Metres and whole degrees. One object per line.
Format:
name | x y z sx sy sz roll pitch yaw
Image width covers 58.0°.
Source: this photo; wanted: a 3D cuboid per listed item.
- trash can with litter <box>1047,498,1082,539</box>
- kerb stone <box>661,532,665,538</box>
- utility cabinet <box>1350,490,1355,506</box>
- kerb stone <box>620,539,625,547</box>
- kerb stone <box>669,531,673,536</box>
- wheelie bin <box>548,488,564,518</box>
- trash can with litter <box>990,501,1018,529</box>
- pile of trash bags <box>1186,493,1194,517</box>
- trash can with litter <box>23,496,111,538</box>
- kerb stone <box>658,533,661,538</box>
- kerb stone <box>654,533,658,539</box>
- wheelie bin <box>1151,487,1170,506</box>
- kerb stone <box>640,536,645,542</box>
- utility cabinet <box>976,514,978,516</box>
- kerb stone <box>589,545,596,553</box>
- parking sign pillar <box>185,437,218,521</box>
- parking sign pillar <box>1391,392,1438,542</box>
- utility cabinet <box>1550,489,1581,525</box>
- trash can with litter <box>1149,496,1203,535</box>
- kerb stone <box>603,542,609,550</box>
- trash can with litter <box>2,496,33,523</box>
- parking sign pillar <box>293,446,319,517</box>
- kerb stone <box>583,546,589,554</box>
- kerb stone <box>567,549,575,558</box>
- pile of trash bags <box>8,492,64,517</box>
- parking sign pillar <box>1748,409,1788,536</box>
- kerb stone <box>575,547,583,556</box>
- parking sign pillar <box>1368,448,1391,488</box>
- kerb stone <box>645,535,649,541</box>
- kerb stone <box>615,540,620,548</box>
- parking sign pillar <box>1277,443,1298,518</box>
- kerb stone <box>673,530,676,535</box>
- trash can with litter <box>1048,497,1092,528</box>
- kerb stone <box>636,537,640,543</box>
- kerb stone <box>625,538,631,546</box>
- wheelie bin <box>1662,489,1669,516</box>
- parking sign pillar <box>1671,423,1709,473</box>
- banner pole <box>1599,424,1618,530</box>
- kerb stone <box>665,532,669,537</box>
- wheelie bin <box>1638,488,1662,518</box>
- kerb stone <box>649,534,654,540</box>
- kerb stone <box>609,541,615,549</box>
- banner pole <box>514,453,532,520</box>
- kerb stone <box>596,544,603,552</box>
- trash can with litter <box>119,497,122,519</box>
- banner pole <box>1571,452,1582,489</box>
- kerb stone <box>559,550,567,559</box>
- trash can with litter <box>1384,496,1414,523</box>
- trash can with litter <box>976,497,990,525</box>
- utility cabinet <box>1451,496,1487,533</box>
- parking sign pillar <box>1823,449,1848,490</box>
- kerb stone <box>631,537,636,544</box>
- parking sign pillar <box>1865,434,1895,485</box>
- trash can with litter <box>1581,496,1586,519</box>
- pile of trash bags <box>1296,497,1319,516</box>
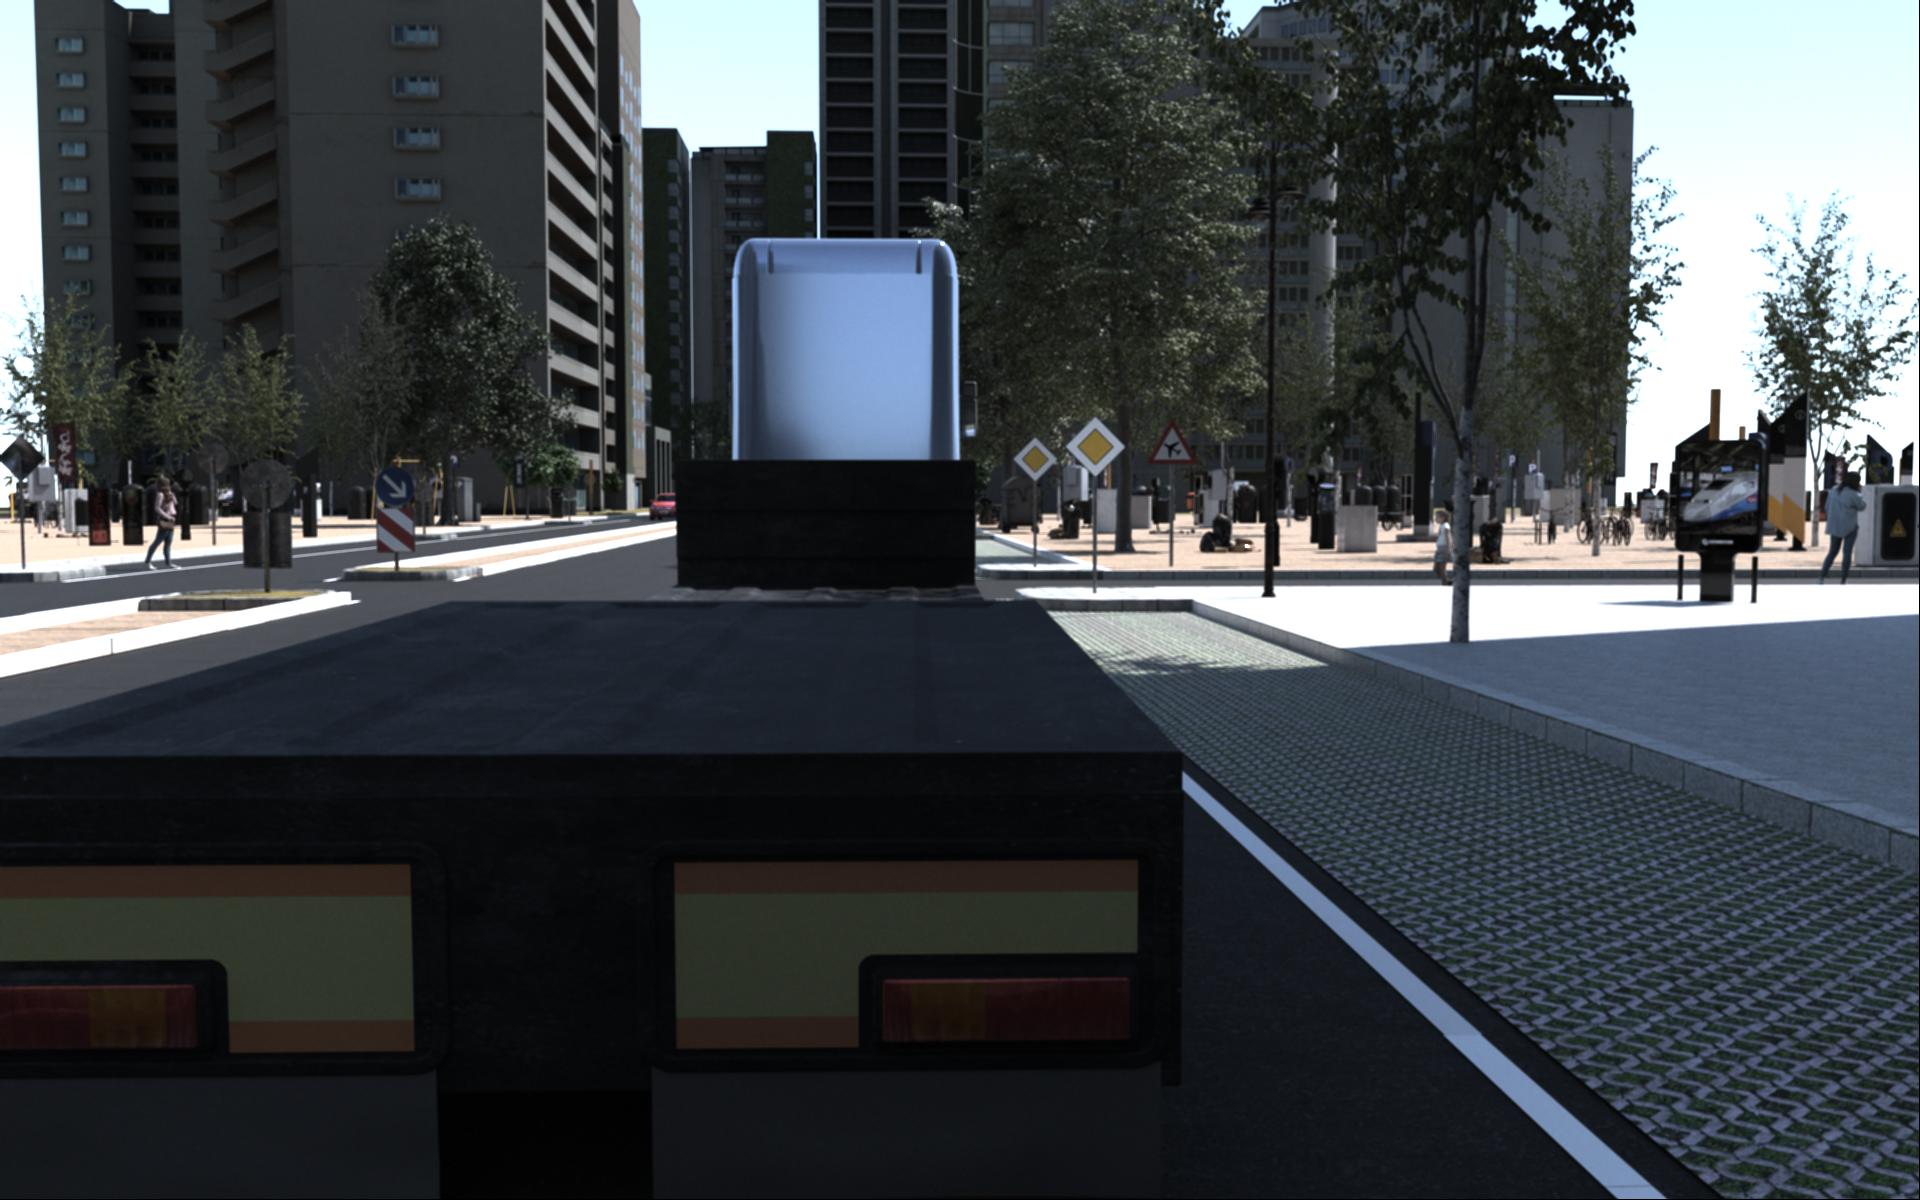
trash can with litter | 2.951 -2.327 49.426 1.055 1.170 0.624 3 5 41
kerb stone | -9.818 -2.097 56.477 0.120 0.150 1.000 0 4 -3
utility cabinet | 23.133 -5.612 100.428 1.173 1.500 0.318 -3 4 -37
kerb stone | -9.332 -1.532 47.246 0.120 0.150 1.000 0 4 -3
kerb stone | -9.918 -2.223 58.533 0.120 0.150 1.000 0 4 -3
wheelie bin | -21.466 -5.162 92.308 0.980 1.594 0.693 -1 4 -15
trash can with litter | 1.713 -3.155 62.967 0.624 1.170 1.055 -2 4 -27
pile of trash bags | 14.564 -5.489 99.497 3.447 1.369 1.912 -1 4 -19
trash can with litter | -26.394 -2.465 51.357 2.233 1.210 1.678 -2 4 -34
kerb stone | -9.763 -2.034 55.446 0.120 0.150 1.000 0 4 -3
kerb stone | -9.702 -1.971 54.425 0.120 0.150 1.000 0 4 -3
wheelie bin | 9.426 -4.490 81.327 0.980 1.594 0.693 -1 4 -10
kerb stone | -9.540 -1.784 51.358 0.120 0.150 1.000 0 4 -3
utility cabinet | 0.705 -5.472 98.152 0.318 1.500 1.173 -1 4 -17
kerb stone | -9.054 -1.215 42.137 0.120 0.150 1.000 0 4 -3
parking sign pillar | -35.942 -5.719 81.971 1.447 3.967 1.447 3 5 40
parking sign pillar | 12.482 -3.551 46.531 1.447 3.967 1.447 1 4 20
utility cabinet | 24.541 -3.764 70.214 1.173 1.500 0.318 1 4 15
trash can with litter | 6.987 -2.741 55.872 2.233 1.210 1.678 -1 4 -23
kerb stone | -9.158 -1.343 44.182 0.120 0.150 1.000 0 4 -3
trash can with litter | -41.748 -4.013 76.663 1.678 1.210 2.233 -1 4 -14
parking sign pillar | -36.442 -6.611 96.557 1.447 3.967 1.447 -3 4 -37
kerb stone | -8.999 -1.157 41.116 0.120 0.150 1.000 0 4 -3
kerb stone | -8.896 -1.027 39.063 0.120 0.150 1.000 0 4 -3
pile of trash bags | -51.290 -5.257 95.700 3.447 1.369 1.912 1 4 22
parking sign pillar | 25.060 -4.008 54.006 1.447 3.967 1.447 0 4 -1
kerb stone | -8.941 -1.095 40.094 0.120 0.150 1.000 0 4 -3
parking sign pillar | 23.244 -6.561 95.740 1.447 3.967 1.447 0 4 -5
kerb stone | -9.596 -1.844 52.384 0.120 0.150 1.000 0 4 -3
kerb stone | -9.272 -1.470 46.226 0.120 0.150 1.000 0 4 -3
parking sign pillar | 17.261 -6.310 91.647 1.447 3.967 1.447 2 4 34
kerb stone | -9.976 -2.276 59.555 0.120 0.150 1.000 0 4 -3
trash can with litter | 4.390 -3.313 65.224 2.233 1.210 1.678 2 4 35
kerb stone | -9.493 -1.717 50.332 0.120 0.150 1.000 0 4 -3
kerb stone | -9.376 -1.595 48.278 0.120 0.150 1.000 0 4 -3
wheelie bin | 41.924 -5.840 103.398 0.980 1.594 0.693 -3 5 -43
parking sign pillar | 27.676 -4.719 65.630 1.447 3.967 1.447 0 4 -1
banner pole | 22.978 -4.380 61.637 0.863 3.779 0.401 0 4 -7
kerb stone | -9.868 -2.157 57.512 0.120 0.150 1.000 0 4 -3
wheelie bin | 36.874 -5.203 92.979 0.693 1.594 0.980 -1 4 -22
kerb stone | -9.652 -1.907 53.405 0.120 0.150 1.000 0 4 -3
kerb stone | -9.218 -1.407 45.202 0.120 0.150 1.000 0 4 -3
banner pole | -21.735 -5.874 86.051 0.863 3.779 0.401 -1 4 -15
kerb stone | -9.098 -1.282 43.161 0.120 0.150 1.000 0 4 -3
trash can with litter | -42.770 -4.655 87.162 1.678 1.210 2.233 0 4 4
banner pole | 36.552 -6.901 102.849 0.863 3.779 0.401 0 4 -6
kerb stone | -8.843 -0.969 38.039 0.120 0.150 1.000 0 4 -3
trash can with litter | 19.821 -4.085 77.844 2.233 1.210 1.678 1 4 22
trash can with litter | 1.119 -3.684 71.613 0.624 1.170 1.055 2 4 34
utility cabinet | 16.794 -2.821 57.282 1.020 1.237 0.306 1 4 20
parking sign pillar | 51.781 -6.968 102.396 1.447 3.967 1.447 1 4 22
kerb stone | -9.437 -1.658 49.311 0.120 0.150 1.000 0 4 -3
parking sign pillar | 41.213 -5.451 77.602 1.447 3.967 1.447 -1 4 -20
trash can with litter | 31.847 -4.704 88.290 0.624 1.170 1.055 0 4 5
pile of trash bags | 19.742 -5.634 101.868 3.447 1.369 1.912 -2 4 -33
